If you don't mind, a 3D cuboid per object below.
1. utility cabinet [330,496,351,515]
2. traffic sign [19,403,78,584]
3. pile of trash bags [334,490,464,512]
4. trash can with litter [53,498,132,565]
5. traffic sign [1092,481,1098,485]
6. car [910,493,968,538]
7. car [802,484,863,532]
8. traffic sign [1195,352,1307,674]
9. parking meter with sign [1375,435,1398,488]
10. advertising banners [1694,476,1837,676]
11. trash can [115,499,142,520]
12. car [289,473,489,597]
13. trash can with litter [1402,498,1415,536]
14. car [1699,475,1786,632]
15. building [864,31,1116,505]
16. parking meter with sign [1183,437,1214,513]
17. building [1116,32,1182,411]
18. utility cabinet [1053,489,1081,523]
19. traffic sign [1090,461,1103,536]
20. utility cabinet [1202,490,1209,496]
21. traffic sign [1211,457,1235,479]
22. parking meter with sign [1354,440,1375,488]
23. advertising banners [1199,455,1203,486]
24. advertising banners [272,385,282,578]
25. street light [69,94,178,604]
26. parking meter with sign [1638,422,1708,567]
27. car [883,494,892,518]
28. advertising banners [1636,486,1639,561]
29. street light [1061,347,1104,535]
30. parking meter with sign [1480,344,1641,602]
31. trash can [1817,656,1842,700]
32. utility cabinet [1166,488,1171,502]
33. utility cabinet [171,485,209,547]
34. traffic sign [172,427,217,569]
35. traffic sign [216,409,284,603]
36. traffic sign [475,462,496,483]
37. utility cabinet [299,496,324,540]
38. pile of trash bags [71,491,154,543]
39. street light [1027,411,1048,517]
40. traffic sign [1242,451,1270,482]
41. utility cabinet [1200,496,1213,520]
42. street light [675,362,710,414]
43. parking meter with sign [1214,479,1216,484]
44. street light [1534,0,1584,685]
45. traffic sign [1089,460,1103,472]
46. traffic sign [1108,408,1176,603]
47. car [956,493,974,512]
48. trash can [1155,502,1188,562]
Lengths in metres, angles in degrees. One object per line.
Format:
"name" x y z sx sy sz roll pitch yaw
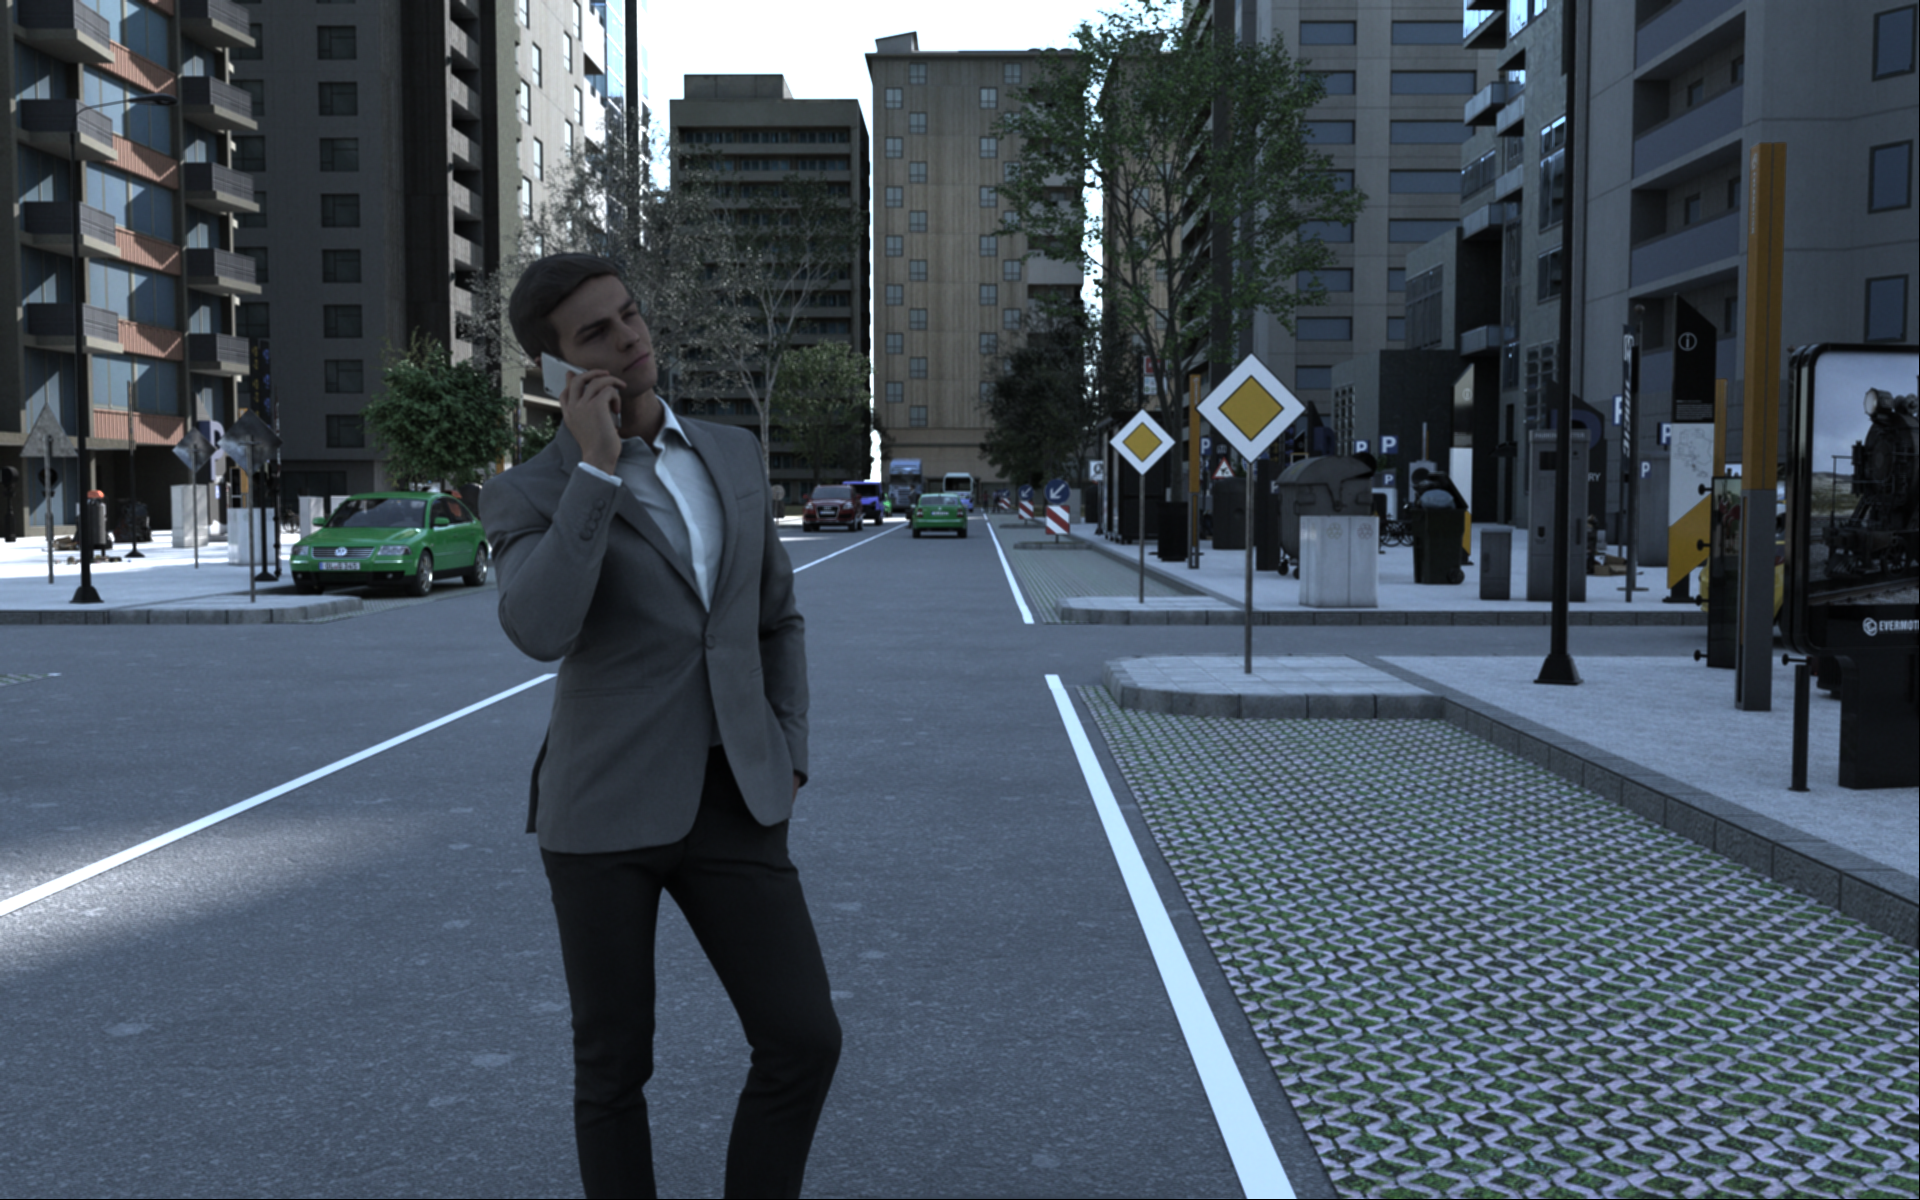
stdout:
"utility cabinet" -18.913 -2.594 53.574 1.020 1.237 0.306 -1 4 -16
"traffic sign" -13.004 -1.511 24.706 0.884 2.594 0.081 0 4 6
"pile of trash bags" -13.567 -1.961 41.822 3.447 1.369 1.912 1 4 14
"trash can with litter" -16.324 -1.293 32.198 1.678 1.210 2.233 0 4 -4
"traffic sign" 7.247 -5.560 91.019 0.768 2.556 0.104 0 4 5
"car" -0.690 -2.990 57.681 1.959 1.807 4.718 0 4 -1
"car" -4.896 -3.577 67.161 2.281 1.827 5.304 0 4 1
"traffic sign" 2.058 -0.531 12.327 0.795 2.450 0.064 0 4 1
"parking meter with sign" 12.546 -3.334 50.767 0.543 3.016 1.738 1 4 14
"advertising banners" 6.129 -0.968 12.008 0.090 3.025 2.074 -3 4 -37
"trash can" -24.616 -2.426 51.317 0.748 1.137 0.748 0 3 0
"car" -8.268 -1.014 25.383 1.959 1.807 4.718 0 3 0
"trash can with litter" 14.100 -2.564 53.311 0.624 1.170 1.055 -1 4 -23
"car" 9.279 -0.390 16.605 3.980 1.641 2.015 0 4 2
"building" 3.297 -37.751 206.469 27.495 52.752 28.713 0 4 1
"parking meter with sign" 6.976 -3.520 53.814 0.543 3.016 1.738 -3 4 -39
"building" 30.795 -37.767 206.736 27.495 52.752 28.713 0 4 1
"utility cabinet" 4.604 -4.026 74.497 1.173 1.500 0.318 0 4 6
"traffic sign" 4.279 -3.124 53.203 0.606 2.300 0.079 0 4 2
"utility cabinet" 13.604 -5.295 95.254 0.318 1.500 1.173 2 4 26
"traffic sign" 9.165 -3.680 60.173 0.884 2.594 0.081 0 4 3
"parking meter with sign" 13.569 -3.691 56.606 0.543 3.016 1.738 3 5 44
"advertising banners" 7.474 -3.652 55.898 0.090 3.025 2.074 2 4 31
"advertising banners" -10.771 -1.904 27.315 0.090 3.025 2.074 -1 4 -20
"street light" -9.773 -2.919 20.260 1.470 5.913 1.316 0 4 1
"parking meter with sign" 12.397 -2.095 30.515 1.738 3.016 0.543 -1 4 -13
"car" -5.120 -5.954 106.146 1.959 1.807 4.718 0 4 0
"advertising banners" 13.076 -2.261 33.153 0.090 3.025 2.074 2 4 34
"street light" 3.888 -5.032 54.820 1.470 5.913 1.316 0 4 1
"parking meter with sign" 7.158 -1.497 20.743 1.738 3.016 0.543 1 4 19
"trash can" 5.704 0.052 10.811 0.748 1.137 0.748 0 3 0
"utility cabinet" 7.986 -3.334 63.183 1.173 1.500 0.318 -3 5 -43
"utility cabinet" -18.455 -2.006 41.476 0.318 1.500 1.173 0 4 3
"traffic sign" -13.158 -1.749 29.782 0.795 2.450 0.064 0 4 5
"traffic sign" -8.362 -1.027 20.429 0.795 2.450 0.064 0 4 1
"traffic sign" -12.841 -2.867 46.882 0.884 2.594 0.081 0 4 8
"utility cabinet" -16.819 -2.067 44.955 0.306 1.237 1.020 0 4 -1
"pile of trash bags" -22.215 -2.165 45.143 1.912 1.369 3.447 -1 4 -16
"street light" 4.234 -7.515 95.406 1.470 5.913 1.316 0 4 1
"traffic sign" 8.094 -2.896 47.453 0.768 2.556 0.104 0 4 4
"utility cabinet" 9.577 -3.556 69.300 1.020 1.237 0.306 1 4 23
"street light" -9.425 -5.407 60.943 1.470 5.913 1.316 0 4 1
"parking meter with sign" 13.128 -5.646 88.576 1.738 3.016 0.543 -3 5 -39
"street light" 3.533 -2.390 11.617 1.470 5.913 1.316 0 4 1
"traffic sign" 5.222 -3.961 64.863 0.768 2.556 0.104 0 4 3
"traffic sign" 2.131 -1.020 20.312 0.795 2.450 0.064 0 4 1
"car" 0.156 -7.786 136.891 1.945 1.707 3.694 0 4 -1
"trash can" 4.073 -1.306 33.001 0.748 1.137 0.748 0 3 0
